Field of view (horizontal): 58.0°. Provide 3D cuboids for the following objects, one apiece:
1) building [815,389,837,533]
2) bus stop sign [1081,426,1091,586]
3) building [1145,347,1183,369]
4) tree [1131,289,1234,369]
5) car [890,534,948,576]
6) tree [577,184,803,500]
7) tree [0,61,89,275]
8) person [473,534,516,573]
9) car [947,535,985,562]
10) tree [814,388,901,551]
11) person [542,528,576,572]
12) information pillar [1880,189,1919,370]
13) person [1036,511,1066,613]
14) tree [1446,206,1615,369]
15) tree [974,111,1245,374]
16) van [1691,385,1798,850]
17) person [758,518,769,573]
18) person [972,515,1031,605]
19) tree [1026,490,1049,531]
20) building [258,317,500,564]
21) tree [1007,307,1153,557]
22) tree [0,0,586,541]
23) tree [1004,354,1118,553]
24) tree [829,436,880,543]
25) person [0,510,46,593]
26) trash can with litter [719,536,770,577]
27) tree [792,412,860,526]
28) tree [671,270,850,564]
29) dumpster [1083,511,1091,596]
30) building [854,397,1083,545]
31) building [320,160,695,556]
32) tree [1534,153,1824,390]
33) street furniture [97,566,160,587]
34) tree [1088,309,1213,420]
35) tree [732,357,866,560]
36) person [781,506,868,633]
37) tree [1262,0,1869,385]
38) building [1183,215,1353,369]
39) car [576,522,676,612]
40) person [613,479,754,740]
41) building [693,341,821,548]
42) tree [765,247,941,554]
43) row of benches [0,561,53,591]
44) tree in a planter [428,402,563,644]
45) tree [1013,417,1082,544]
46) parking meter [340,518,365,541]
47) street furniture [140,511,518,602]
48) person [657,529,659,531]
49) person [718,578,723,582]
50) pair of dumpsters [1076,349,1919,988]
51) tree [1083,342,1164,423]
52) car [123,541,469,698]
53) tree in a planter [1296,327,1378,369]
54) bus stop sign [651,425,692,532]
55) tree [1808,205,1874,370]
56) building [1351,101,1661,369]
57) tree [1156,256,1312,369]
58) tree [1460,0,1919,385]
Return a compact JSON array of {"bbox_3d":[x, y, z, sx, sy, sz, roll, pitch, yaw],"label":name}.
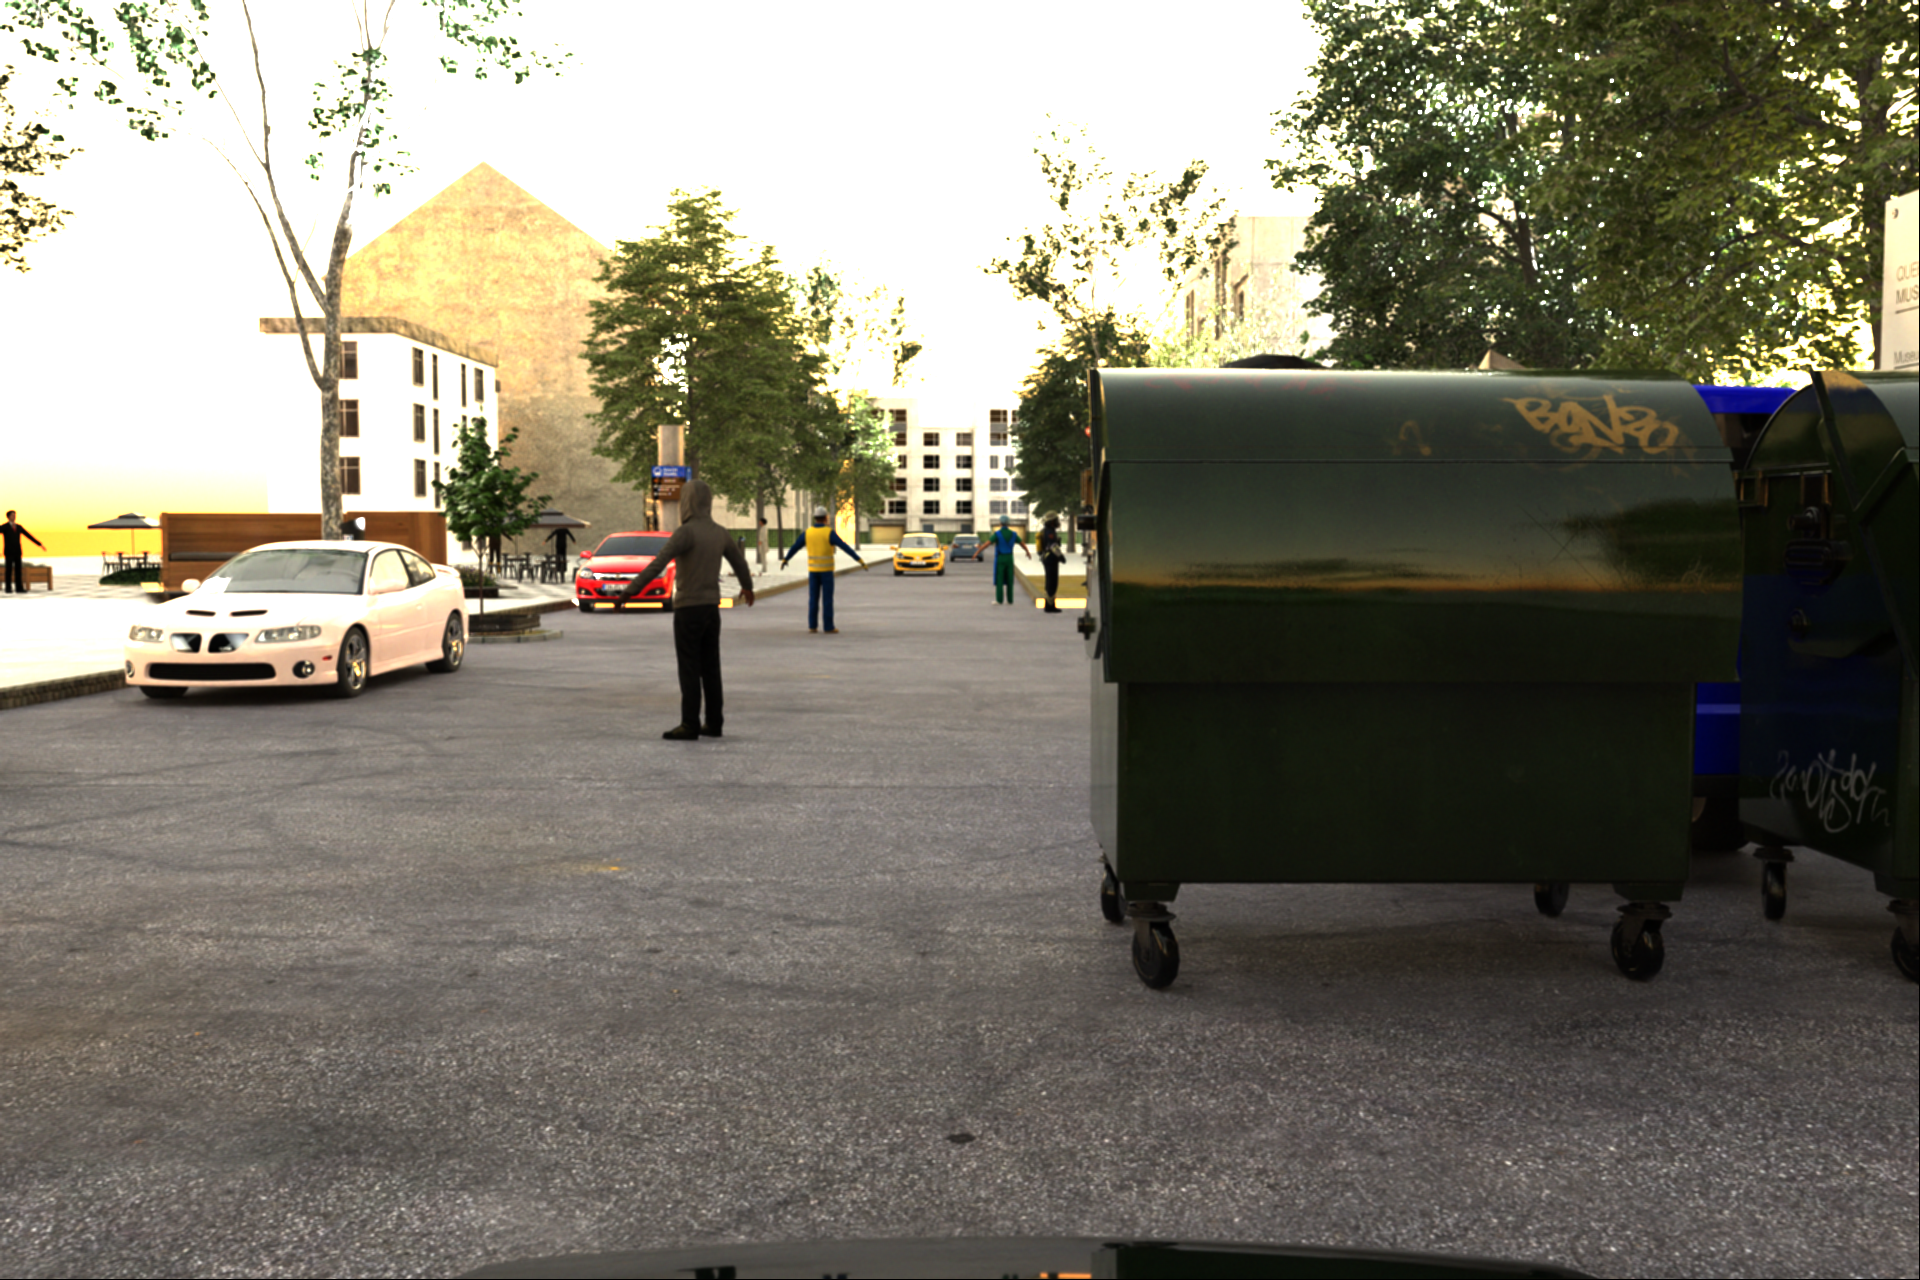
[{"bbox_3d":[-24.396,-22.735,202.652,19.493,23.208,18.063,0,3,0],"label":"building"},{"bbox_3d":[3.439,-3.319,42.976,0.855,3.939,0.416,0,4,1],"label":"bus stop sign"},{"bbox_3d":[27.463,-18.616,170.835,16.747,18.905,31.486,0,4,1],"label":"building"},{"bbox_3d":[6.837,-6.203,51.774,4.737,8.622,4.395,0,3,0],"label":"tree"},{"bbox_3d":[-1.405,-3.077,60.528,2.015,1.641,3.980,0,4,1],"label":"car"},{"bbox_3d":[-8.799,-8.460,56.444,7.486,12.596,7.792,0,3,0],"label":"tree"},{"bbox_3d":[-12.221,-5.023,16.537,8.767,10.594,7.601,3,5,40],"label":"tree"},{"bbox_3d":[-15.257,-3.098,56.792,1.346,1.812,0.704,-1,4,-14],"label":"person"},{"bbox_3d":[0.341,-4.821,90.829,2.014,1.417,4.499,0,4,0],"label":"car"},{"bbox_3d":[-8.124,-13.204,134.016,7.486,12.596,7.792,0,3,0],"label":"tree"},{"bbox_3d":[-13.545,-3.229,58.730,0.705,1.837,1.347,3,5,41],"label":"person"},{"bbox_3d":[6.599,-1.236,11.518,0.184,3.620,1.656,0,4,1],"label":"information pillar"},{"bbox_3d":[1.702,-1.435,31.700,0.705,1.856,1.354,0,4,-7],"label":"person"},{"bbox_3d":[12.297,-5.360,37.993,4.360,8.622,3.978,0,3,0],"label":"tree"},{"bbox_3d":[5.860,-13.702,79.915,12.611,20.169,13.585,0,3,0],"label":"tree"},{"bbox_3d":[2.657,-0.313,9.509,2.240,2.365,5.245,0,4,1],"label":"van"},{"bbox_3d":[-6.561,-3.141,57.540,0.705,1.806,1.347,0,4,-5],"label":"person"},{"bbox_3d":[0.885,-1.630,35.230,1.347,1.817,0.704,-2,4,-27],"label":"person"},{"bbox_3d":[7.376,-11.428,137.208,4.360,8.622,3.978,0,3,0],"label":"tree"},{"bbox_3d":[-26.124,-8.500,81.125,9.099,9.664,28.070,0,4,1],"label":"building"},{"bbox_3d":[7.324,-11.713,98.171,9.857,13.997,8.962,0,3,0],"label":"tree"},{"bbox_3d":[-12.734,-10.844,33.185,12.611,20.169,13.585,0,3,0],"label":"tree"},{"bbox_3d":[7.615,-13.007,119.321,9.857,13.997,8.962,0,3,0],"label":"tree"},{"bbox_3d":[-8.454,-10.682,125.008,4.360,8.622,3.978,0,3,0],"label":"tree"},{"bbox_3d":[-20.583,-1.926,37.670,0.705,1.806,1.347,2,4,32],"label":"person"},{"bbox_3d":[-6.553,-2.571,53.100,1.678,1.210,2.233,0,4,2],"label":"trash can with litter"},{"bbox_3d":[-7.920,-9.079,98.803,4.737,8.622,4.395,0,3,0],"label":"tree"},{"bbox_3d":[-8.567,-9.558,74.400,7.486,12.596,7.792,0,3,0],"label":"tree"},{"bbox_3d":[3.126,-1.359,30.444,1.865,1.857,1.264,0,4,0],"label":"dumpster"},{"bbox_3d":[1.695,-22.130,230.747,31.486,18.905,16.747,0,4,-3],"label":"building"},{"bbox_3d":[-27.985,-17.154,111.403,19.493,23.208,18.063,0,3,0],"label":"building"},{"bbox_3d":[18.676,-7.353,45.985,9.928,11.665,9.643,0,3,0],"label":"tree"},{"bbox_3d":[-19.641,-1.917,46.963,5.734,0.657,10.072,-1,4,-9],"label":"street furniture"},{"bbox_3d":[6.518,-6.523,57.010,4.737,8.622,4.395,0,3,0],"label":"tree"},{"bbox_3d":[-8.720,-9.193,84.725,8.767,10.594,7.601,0,4,-1],"label":"tree"},{"bbox_3d":[-1.999,-1.019,25.079,1.349,1.833,0.705,1,4,17],"label":"person"},{"bbox_3d":[9.661,-7.435,28.226,9.857,13.997,8.962,0,3,0],"label":"tree"},{"bbox_3d":[23.536,-14.570,104.680,16.747,18.905,31.486,0,4,1],"label":"building"},{"bbox_3d":[-6.086,-1.477,33.186,2.155,1.783,4.494,0,4,1],"label":"car"},{"bbox_3d":[-1.865,-0.219,12.161,0.705,1.813,1.348,2,4,35],"label":"person"},{"bbox_3d":[-23.611,-18.819,174.145,16.747,18.905,31.486,0,3,0],"label":"building"},{"bbox_3d":[-7.668,-15.703,112.641,12.611,20.169,13.585,0,3,0],"label":"tree"},{"bbox_3d":[-22.660,-1.506,40.084,4.104,0.672,1.422,2,4,26],"label":"row of benches"},{"bbox_3d":[-6.538,-1.611,23.569,1.991,3.239,1.994,0,4,1],"label":"tree in a planter"},{"bbox_3d":[8.094,-11.937,129.581,8.767,10.594,7.601,0,4,5],"label":"tree"},{"bbox_3d":[-9.602,-1.161,27.389,0.372,1.533,0.369,0,3,0],"label":"parking meter"},{"bbox_3d":[-12.638,-1.843,36.987,9.812,1.723,11.010,-2,4,-26],"label":"street furniture"},{"bbox_3d":[-7.661,-2.370,45.477,1.216,1.740,0.721,1,4,16],"label":"person"},{"bbox_3d":[-6.482,-2.277,46.488,0.599,1.433,0.991,1,4,21],"label":"person"},{"bbox_3d":[2.616,-0.061,5.946,4.436,2.255,1.574,0,3,0],"label":"pair of dumpsters"},{"bbox_3d":[6.794,-7.165,67.511,4.737,8.622,4.395,0,3,0],"label":"tree"},{"bbox_3d":[-6.177,-0.262,16.642,2.083,1.381,4.827,0,4,1],"label":"car"},{"bbox_3d":[3.043,-1.090,15.048,1.991,3.239,1.994,0,4,2],"label":"tree in a planter"},{"bbox_3d":[-7.002,-3.247,42.104,0.837,3.901,0.837,0,4,1],"label":"bus stop sign"},{"bbox_3d":[19.261,-5.235,35.957,4.360,8.622,3.978,0,3,0],"label":"tree"},{"bbox_3d":[23.983,-13.815,82.303,16.016,20.090,11.380,0,4,1],"label":"building"},{"bbox_3d":[7.766,-5.806,45.288,4.360,8.622,3.978,0,3,0],"label":"tree"},{"bbox_3d":[8.668,-6.026,16.659,7.486,12.596,7.792,0,3,0],"label":"tree"}]
